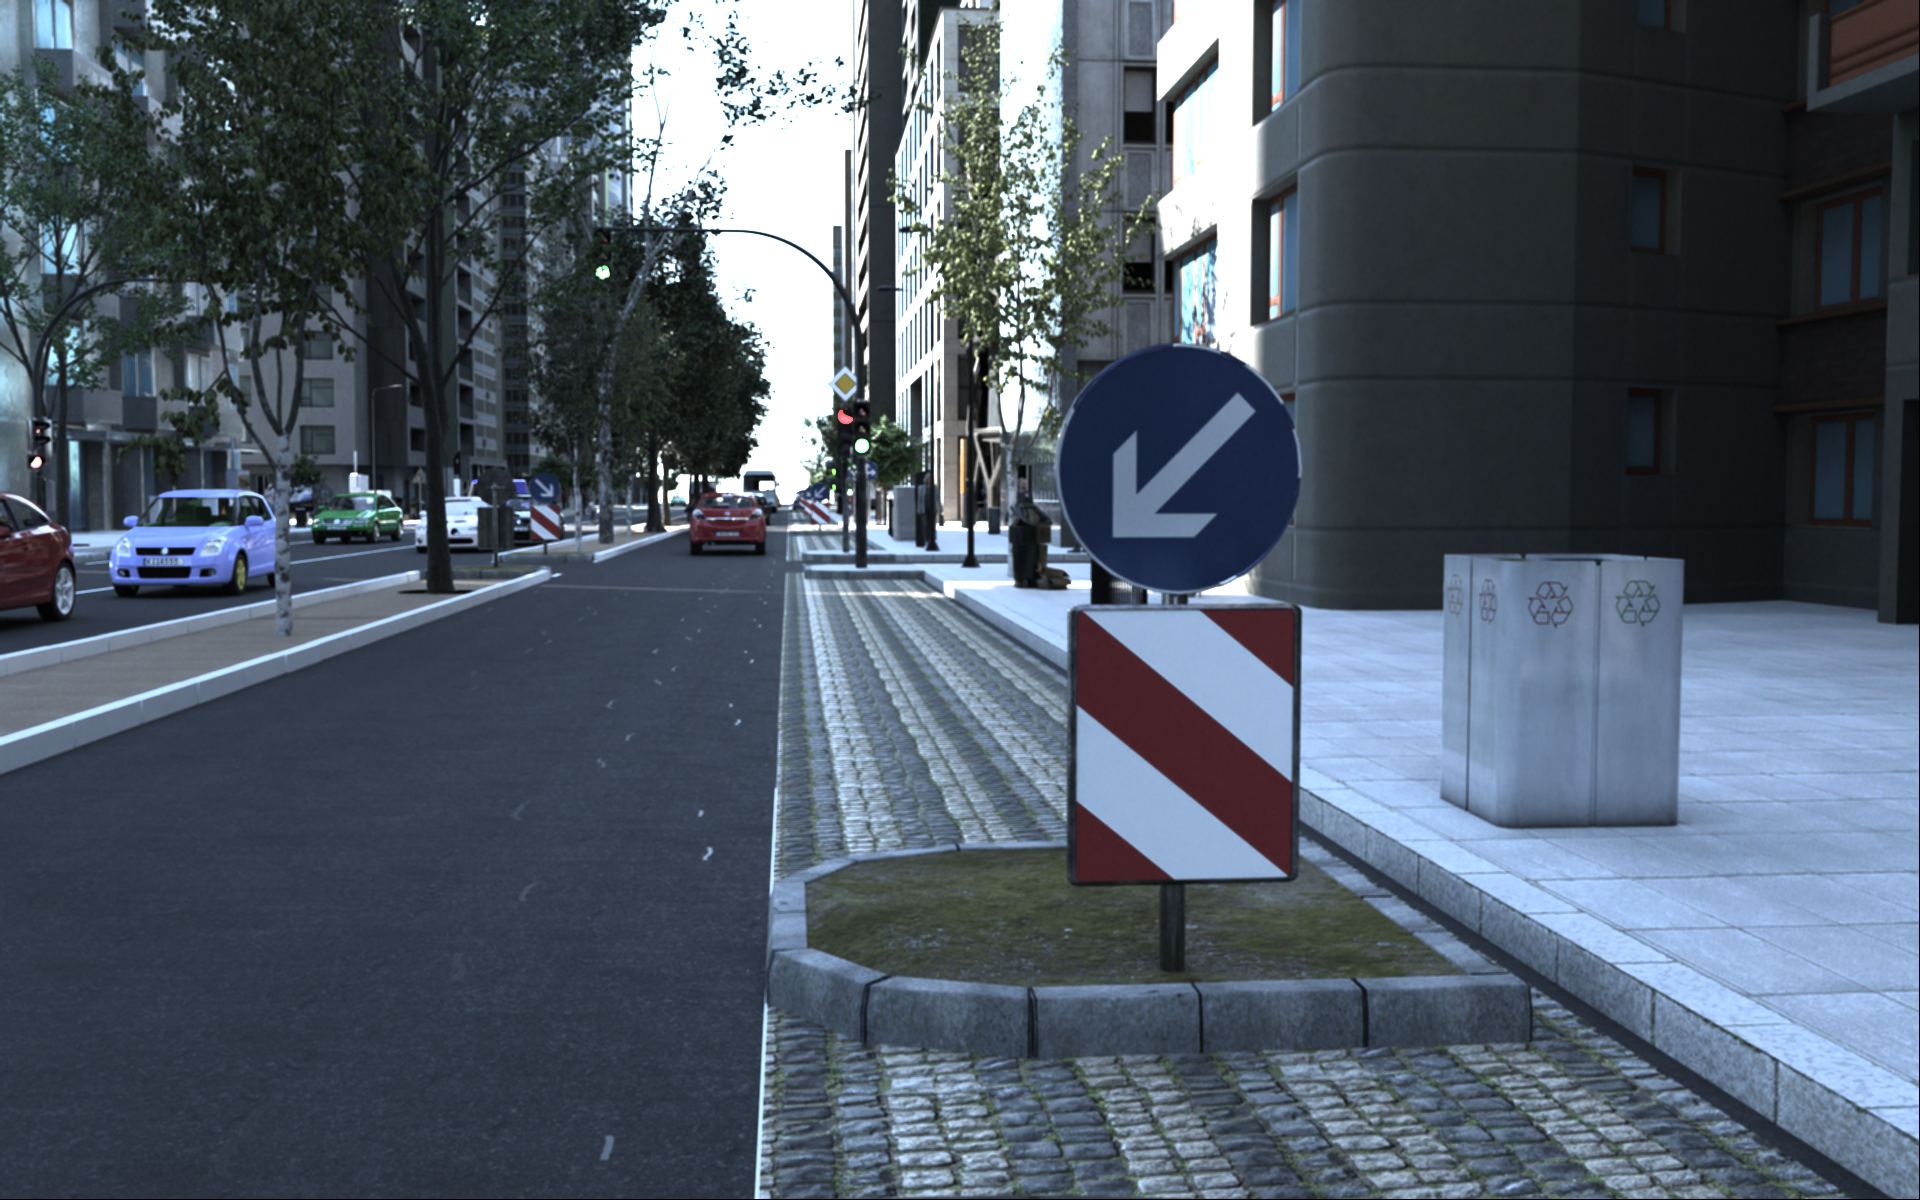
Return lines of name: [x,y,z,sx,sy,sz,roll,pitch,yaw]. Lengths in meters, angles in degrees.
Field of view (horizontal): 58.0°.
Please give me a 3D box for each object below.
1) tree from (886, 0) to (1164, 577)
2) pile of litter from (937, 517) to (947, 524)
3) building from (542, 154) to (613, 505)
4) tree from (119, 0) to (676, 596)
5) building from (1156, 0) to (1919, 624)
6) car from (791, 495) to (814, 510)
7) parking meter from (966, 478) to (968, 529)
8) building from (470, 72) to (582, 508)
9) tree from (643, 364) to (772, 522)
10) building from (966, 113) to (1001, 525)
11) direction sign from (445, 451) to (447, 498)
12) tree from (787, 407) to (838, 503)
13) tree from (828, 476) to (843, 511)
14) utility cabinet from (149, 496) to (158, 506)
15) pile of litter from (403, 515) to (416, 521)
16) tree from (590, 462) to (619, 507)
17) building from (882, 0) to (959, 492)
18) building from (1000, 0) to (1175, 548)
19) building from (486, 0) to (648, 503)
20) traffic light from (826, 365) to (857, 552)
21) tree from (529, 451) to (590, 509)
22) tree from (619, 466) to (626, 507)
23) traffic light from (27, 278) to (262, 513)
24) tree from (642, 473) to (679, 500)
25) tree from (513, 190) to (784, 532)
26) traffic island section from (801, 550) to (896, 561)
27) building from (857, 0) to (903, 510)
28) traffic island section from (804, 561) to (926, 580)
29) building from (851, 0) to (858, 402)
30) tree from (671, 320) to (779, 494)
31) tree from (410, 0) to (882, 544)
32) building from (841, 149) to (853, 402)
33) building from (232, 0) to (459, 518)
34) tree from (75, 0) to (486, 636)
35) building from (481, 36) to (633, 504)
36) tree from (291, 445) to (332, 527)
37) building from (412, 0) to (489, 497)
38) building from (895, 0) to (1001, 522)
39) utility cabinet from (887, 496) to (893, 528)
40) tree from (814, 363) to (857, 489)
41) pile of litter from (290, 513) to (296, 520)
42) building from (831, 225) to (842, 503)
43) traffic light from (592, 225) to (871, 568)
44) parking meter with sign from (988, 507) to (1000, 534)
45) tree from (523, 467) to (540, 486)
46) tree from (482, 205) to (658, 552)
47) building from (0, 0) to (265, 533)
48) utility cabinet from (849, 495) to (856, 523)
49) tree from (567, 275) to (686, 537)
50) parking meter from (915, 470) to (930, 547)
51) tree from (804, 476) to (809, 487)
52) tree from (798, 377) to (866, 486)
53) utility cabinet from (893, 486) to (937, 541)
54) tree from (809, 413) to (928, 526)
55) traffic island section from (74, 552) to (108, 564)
tree: [0.849,-4.642,26.263,4.737,8.622,4.395,0,3,0]
pile of litter: [-1.150,-3.770,75.600,1.176,0.858,1.719,0,4,5]
building: [-48.617,-31.742,202.578,14.154,41.232,14.086,0,4,-6]
tree: [-7.590,-5.898,24.644,9.928,11.665,9.643,0,3,0]
building: [18.303,-10.350,14.268,27.650,21.520,28.899,0,4,-6]
car: [-12.946,-8.016,143.058,2.014,1.417,4.499,0,4,-5]
parking meter: [0.350,-3.545,63.675,0.255,1.863,0.399,0,4,4]
building: [-53.072,-28.958,165.342,32.217,40.220,23.993,0,4,-6]
tree: [-13.658,-9.169,86.779,8.767,10.594,7.601,0,4,-6]
building: [8.559,-12.419,70.507,16.820,18.784,16.811,0,4,-6]
direction sign: [-27.161,-6.093,91.616,0.379,3.537,0.876,-1,4,-14]
tree: [-16.559,-17.071,204.858,9.928,11.665,9.643,0,3,0]
tree: [-9.359,-8.359,131.271,1.663,3.219,1.824,0,3,0]
utility cabinet: [-26.280,-2.781,56.639,0.306,1.237,1.020,-1,4,-18]
pile of litter: [-26.360,-4.115,81.246,1.719,0.858,1.176,-1,4,-18]
tree: [-33.419,-10.346,152.872,4.285,4.588,4.351,0,3,0]
building: [4.495,-42.035,125.531,20.563,71.187,20.611,0,4,-6]
building: [11.715,-14.048,47.707,19.932,24.808,12.078,0,4,-6]
building: [-54.870,-49.449,246.745,20.563,71.187,20.611,0,4,-6]
traffic light: [-2.527,-3.002,37.996,0.839,4.253,0.868,0,4,-6]
tree: [-31.190,-9.095,132.416,4.285,4.588,4.351,0,3,0]
tree: [-34.942,-11.679,174.671,4.285,4.588,4.351,0,3,0]
traffic light: [-17.233,-3.786,36.577,4.771,5.953,1.251,0,4,-6]
tree: [-41.525,-15.387,235.290,4.285,4.588,4.351,0,3,0]
tree: [-11.492,-8.884,64.715,9.611,12.733,9.660,0,3,0]
traffic island section: [-2.486,-0.968,38.114,2.009,0.180,2.903,0,4,-6]
building: [2.325,-32.050,147.712,21.300,48.544,21.600,0,4,-6]
traffic island section: [-1.705,-0.482,30.167,2.009,0.180,2.903,0,4,-6]
building: [-0.203,-38.541,172.139,21.231,58.520,28.212,0,4,-6]
tree: [-15.665,-12.080,106.615,9.857,13.997,8.962,0,3,0]
tree: [-8.912,-11.639,48.645,12.611,20.169,13.585,0,3,0]
building: [-7.919,-34.855,219.995,14.600,45.320,14.200,0,4,-6]
building: [-37.233,-19.998,98.667,14.160,30.474,14.107,0,4,-6]
tree: [-6.844,-3.947,17.355,4.737,8.622,4.395,0,3,0]
building: [-54.239,-41.634,222.711,21.231,58.520,28.212,0,4,-6]
tree: [-25.743,-4.481,67.868,1.663,3.219,1.824,0,3,0]
building: [-42.666,-41.610,118.582,20.563,71.187,20.611,0,4,-6]
building: [7.104,-17.864,96.587,19.350,26.468,34.151,0,4,-6]
utility cabinet: [-2.494,-3.344,65.840,0.306,1.237,1.020,-1,4,-17]
tree: [-5.874,-9.020,97.838,4.737,8.622,4.395,0,3,0]
pile of litter: [-33.792,-4.485,87.291,1.176,0.858,1.719,2,4,26]
building: [-12.576,-35.552,264.861,14.154,41.232,14.086,0,4,-6]
traffic light: [-3.819,-3.366,29.705,4.771,5.953,1.251,0,4,-6]
parking meter with sign: [1.769,-3.596,55.056,1.738,3.016,0.543,1,4,11]
tree: [-30.470,-7.924,124.156,1.663,3.219,1.824,0,3,0]
tree: [-8.964,-5.355,40.382,4.360,8.622,3.978,0,3,0]
building: [-39.489,-26.948,60.216,23.786,49.044,30.456,0,4,-6]
utility cabinet: [-4.553,-4.031,77.065,0.306,1.237,1.020,2,4,33]
tree: [-11.071,-6.408,57.586,4.737,8.622,4.395,0,3,0]
parking meter: [-0.877,-2.220,42.013,0.399,1.863,0.255,3,5,39]
tree: [-13.006,-11.589,173.193,4.285,4.588,4.351,0,3,0]
tree: [-7.365,-9.539,106.322,4.360,8.622,3.978,0,3,0]
utility cabinet: [-1.223,-2.355,47.191,1.173,1.500,0.318,-2,4,-26]
tree: [-3.079,-5.279,70.030,4.285,4.588,4.351,0,3,0]
traffic island section: [-19.347,-0.868,36.469,2.009,0.180,2.903,0,4,-6]
